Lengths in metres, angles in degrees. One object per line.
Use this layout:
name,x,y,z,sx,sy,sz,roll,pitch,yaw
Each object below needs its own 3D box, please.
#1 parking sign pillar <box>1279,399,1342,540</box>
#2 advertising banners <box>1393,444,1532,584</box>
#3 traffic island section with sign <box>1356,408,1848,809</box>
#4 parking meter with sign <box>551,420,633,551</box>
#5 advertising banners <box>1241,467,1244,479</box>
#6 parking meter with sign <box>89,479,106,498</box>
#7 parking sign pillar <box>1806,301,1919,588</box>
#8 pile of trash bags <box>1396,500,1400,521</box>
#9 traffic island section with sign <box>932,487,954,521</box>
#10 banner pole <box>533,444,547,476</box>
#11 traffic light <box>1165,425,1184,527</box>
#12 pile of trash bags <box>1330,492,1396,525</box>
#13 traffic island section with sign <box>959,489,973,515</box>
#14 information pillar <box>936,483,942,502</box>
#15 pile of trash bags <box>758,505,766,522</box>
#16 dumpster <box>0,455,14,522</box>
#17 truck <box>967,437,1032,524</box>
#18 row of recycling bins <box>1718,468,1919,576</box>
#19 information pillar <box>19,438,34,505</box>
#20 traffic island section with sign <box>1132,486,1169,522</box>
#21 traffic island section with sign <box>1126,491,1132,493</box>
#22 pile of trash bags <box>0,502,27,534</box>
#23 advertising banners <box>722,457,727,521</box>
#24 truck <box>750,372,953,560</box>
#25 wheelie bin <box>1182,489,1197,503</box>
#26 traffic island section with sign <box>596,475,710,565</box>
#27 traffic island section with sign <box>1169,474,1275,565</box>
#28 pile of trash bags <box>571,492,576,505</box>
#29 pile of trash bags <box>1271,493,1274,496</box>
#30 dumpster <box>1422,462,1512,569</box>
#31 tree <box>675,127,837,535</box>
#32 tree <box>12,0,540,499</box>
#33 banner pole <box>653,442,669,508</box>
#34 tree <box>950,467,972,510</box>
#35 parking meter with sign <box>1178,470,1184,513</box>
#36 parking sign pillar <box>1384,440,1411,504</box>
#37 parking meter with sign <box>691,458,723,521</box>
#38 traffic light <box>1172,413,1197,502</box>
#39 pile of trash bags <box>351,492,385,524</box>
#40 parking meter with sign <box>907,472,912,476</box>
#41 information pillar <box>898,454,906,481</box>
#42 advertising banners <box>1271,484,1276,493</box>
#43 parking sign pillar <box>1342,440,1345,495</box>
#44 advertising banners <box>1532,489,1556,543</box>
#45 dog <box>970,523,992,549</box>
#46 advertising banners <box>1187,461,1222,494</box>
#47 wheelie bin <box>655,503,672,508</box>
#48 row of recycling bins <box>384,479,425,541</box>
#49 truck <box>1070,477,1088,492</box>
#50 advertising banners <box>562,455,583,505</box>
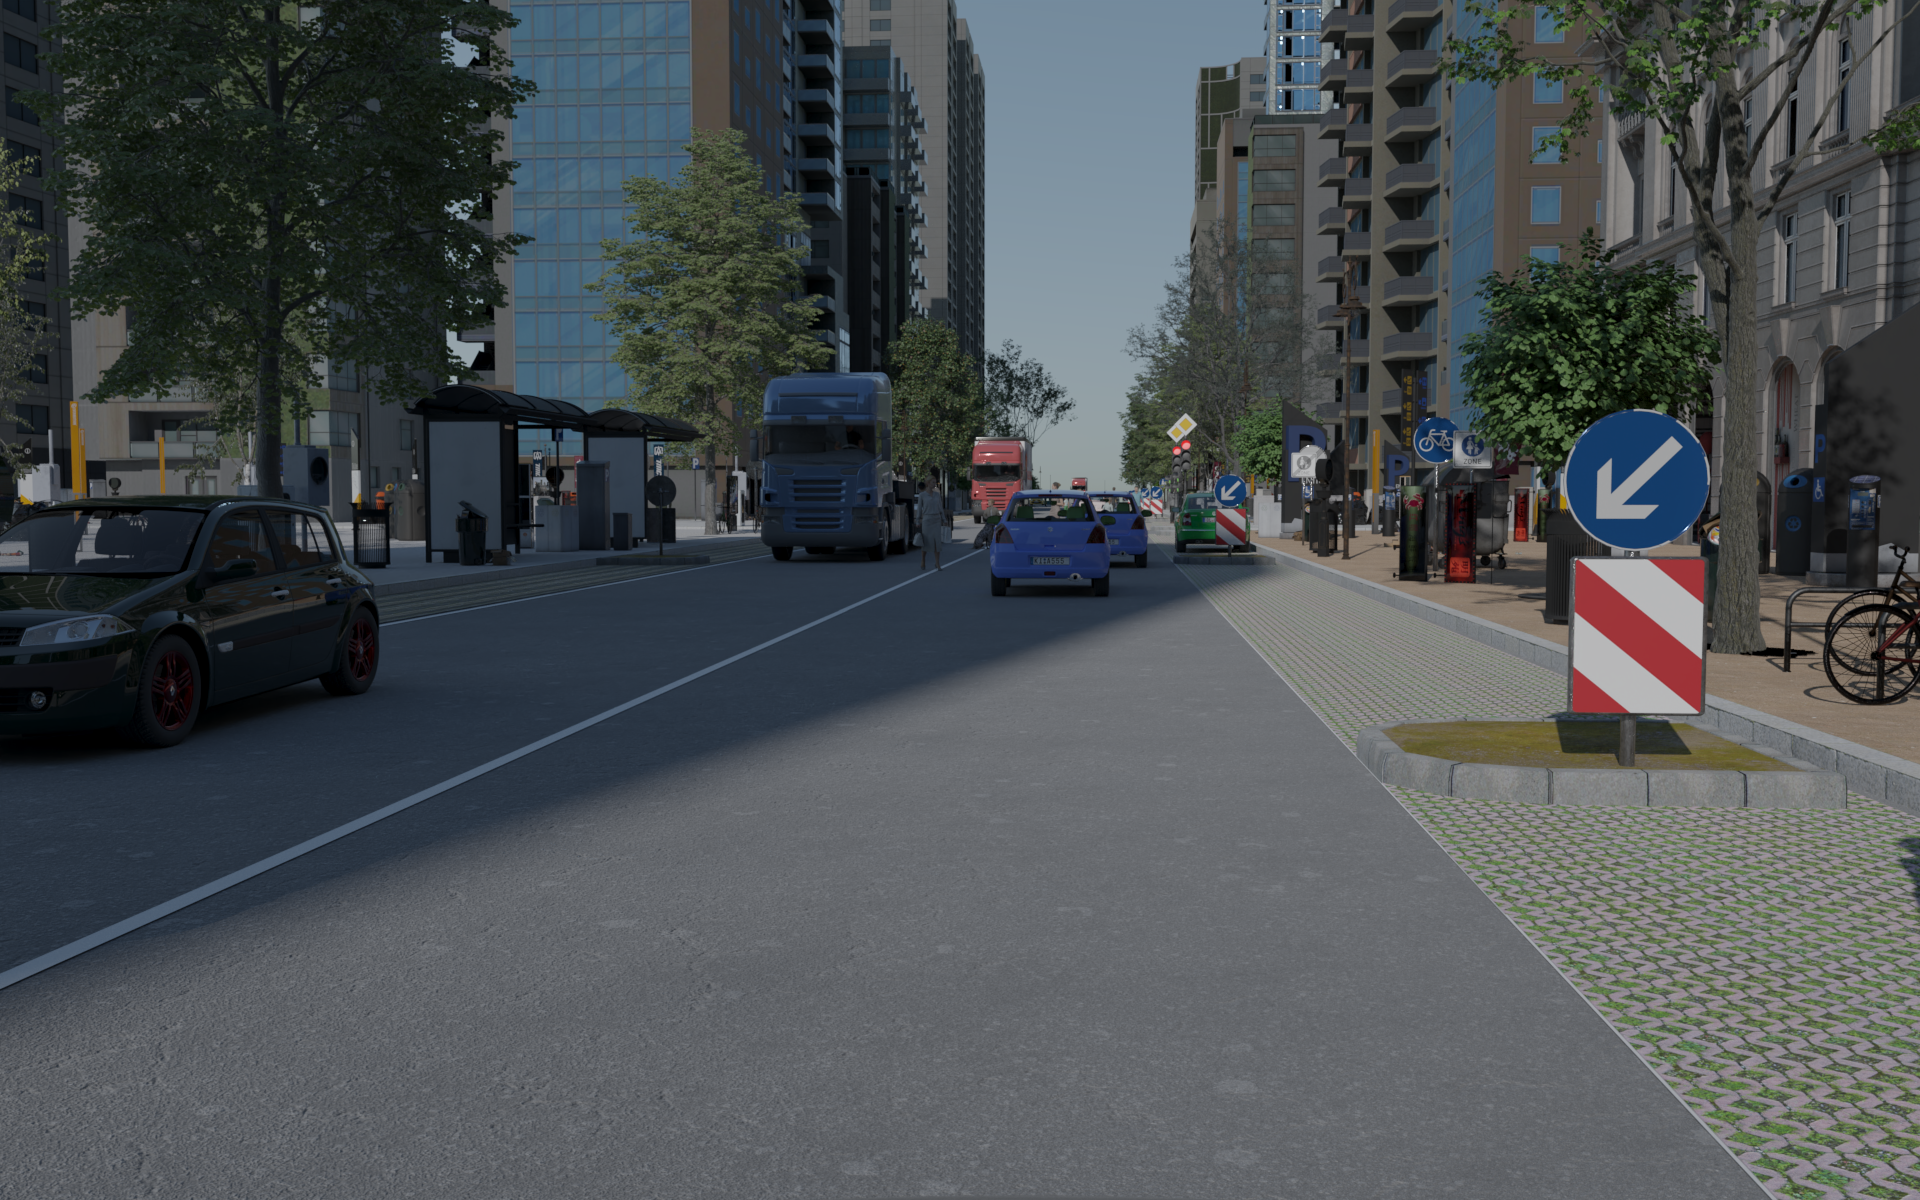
parking sign pillar,9.839,-3.719,49.285,1.447,3.967,1.447,0,4,-6
advertising banners,7.181,-1.755,24.878,2.074,3.025,0.090,3,5,44
traffic island section with sign,3.108,-0.014,8.851,1.989,1.847,2.006,0,4,5
parking meter with sign,-8.346,-2.639,39.403,1.738,3.016,0.543,0,4,7
advertising banners,17.929,-7.042,111.321,0.090,3.025,2.074,2,4,28
parking meter with sign,-44.954,-5.756,90.363,1.738,3.016,0.543,-3,5,-44
parking sign pillar,12.683,-2.186,24.206,1.447,3.967,1.447,0,4,3
pile of trash bags,20.227,-4.446,82.437,3.447,1.369,1.912,0,4,6
traffic island section with sign,-1.353,-5.103,92.054,1.989,1.847,2.006,0,4,5
banner pole,-20.855,-5.885,86.240,0.863,3.779,0.401,-2,4,-25
traffic light,8.494,-4.845,68.140,0.839,4.253,0.868,0,4,5
pile of trash bags,15.956,-3.797,71.840,3.447,1.369,1.912,-2,4,-24
traffic island section with sign,0.956,-6.747,118.948,1.989,1.847,2.006,0,4,5
information pillar,-1.414,-6.859,116.644,0.304,2.012,0.304,3,5,44
pile of trash bags,-8.096,-4.223,78.799,1.912,1.369,3.447,-1,4,-19
dumpster,-10.969,-0.930,17.706,1.502,2.255,1.985,0,4,5
truck,2.133,-5.982,86.724,2.839,4.237,11.283,0,4,5
row of recycling bins,13.552,-1.216,26.993,1.069,1.692,3.534,-3,4,-38
information pillar,-38.738,-4.927,71.908,0.504,3.616,0.183,-1,4,-11
traffic island section with sign,10.085,-4.982,90.088,1.989,1.847,2.006,0,4,5
traffic island section with sign,12.472,-6.687,117.952,1.989,1.847,2.006,0,4,5
pile of trash bags,-26.234,-2.308,47.484,1.912,1.369,3.447,3,5,43
advertising banners,-10.954,-5.175,80.801,0.090,3.025,2.074,0,4,-2
truck,-2.202,-3.332,44.230,2.967,4.110,18.799,0,4,5
wheelie bin,18.069,-7.949,137.879,0.693,1.594,0.980,-2,4,-28
traffic island section with sign,-6.215,-1.643,35.496,1.989,1.847,2.006,0,4,5
traffic island section with sign,5.414,-1.656,35.707,1.989,1.847,2.006,0,4,5
pile of trash bags,-19.594,-4.394,81.587,3.447,1.369,1.912,-1,4,-19
pile of trash bags,17.378,-5.046,92.250,3.447,1.369,1.912,-3,5,-40
dumpster,8.841,-1.496,30.218,1.264,1.857,1.865,0,4,5
tree,-7.704,-8.292,53.697,7.486,12.596,7.792,0,3,0
tree,-9.548,-6.499,24.387,7.486,12.596,7.792,0,3,0
banner pole,-13.124,-5.286,76.442,0.863,3.779,0.401,0,4,2
tree,0.278,-9.569,140.174,4.285,4.588,4.351,0,3,0
parking meter with sign,13.812,-6.918,109.373,0.543,3.016,1.738,0,4,2
parking sign pillar,21.692,-5.955,85.841,1.447,3.967,1.447,-1,4,-10
parking meter with sign,-11.983,-5.282,82.614,1.738,3.016,0.543,2,4,31
traffic light,7.810,-4.359,60.184,0.839,4.253,0.868,0,4,5
pile of trash bags,-24.823,-3.921,73.865,1.912,1.369,3.447,-2,4,-25
parking meter with sign,-3.987,-8.533,135.769,0.543,3.016,1.738,-1,4,-11
information pillar,-3.378,-6.709,101.039,0.504,3.616,0.183,0,4,-7
advertising banners,17.007,-6.066,95.371,0.090,3.025,2.074,3,5,43
parking sign pillar,18.406,-5.929,85.410,1.447,3.967,1.447,-3,5,-41
advertising banners,15.042,-3.064,46.279,0.090,3.025,2.074,-2,4,-32
dog,0.506,-1.730,45.128,0.800,0.831,0.513,1,4,19
advertising banners,13.043,-5.893,92.535,2.074,3.025,0.090,-1,4,-19
wheelie bin,-14.022,-4.518,81.777,0.980,1.594,0.693,1,4,17
row of recycling bins,-15.503,-2.546,48.735,1.069,1.692,3.534,-2,4,-25
truck,20.247,-18.621,293.370,2.839,4.237,11.283,0,4,6
advertising banners,-17.970,-5.061,78.935,2.074,3.025,0.090,2,4,27
